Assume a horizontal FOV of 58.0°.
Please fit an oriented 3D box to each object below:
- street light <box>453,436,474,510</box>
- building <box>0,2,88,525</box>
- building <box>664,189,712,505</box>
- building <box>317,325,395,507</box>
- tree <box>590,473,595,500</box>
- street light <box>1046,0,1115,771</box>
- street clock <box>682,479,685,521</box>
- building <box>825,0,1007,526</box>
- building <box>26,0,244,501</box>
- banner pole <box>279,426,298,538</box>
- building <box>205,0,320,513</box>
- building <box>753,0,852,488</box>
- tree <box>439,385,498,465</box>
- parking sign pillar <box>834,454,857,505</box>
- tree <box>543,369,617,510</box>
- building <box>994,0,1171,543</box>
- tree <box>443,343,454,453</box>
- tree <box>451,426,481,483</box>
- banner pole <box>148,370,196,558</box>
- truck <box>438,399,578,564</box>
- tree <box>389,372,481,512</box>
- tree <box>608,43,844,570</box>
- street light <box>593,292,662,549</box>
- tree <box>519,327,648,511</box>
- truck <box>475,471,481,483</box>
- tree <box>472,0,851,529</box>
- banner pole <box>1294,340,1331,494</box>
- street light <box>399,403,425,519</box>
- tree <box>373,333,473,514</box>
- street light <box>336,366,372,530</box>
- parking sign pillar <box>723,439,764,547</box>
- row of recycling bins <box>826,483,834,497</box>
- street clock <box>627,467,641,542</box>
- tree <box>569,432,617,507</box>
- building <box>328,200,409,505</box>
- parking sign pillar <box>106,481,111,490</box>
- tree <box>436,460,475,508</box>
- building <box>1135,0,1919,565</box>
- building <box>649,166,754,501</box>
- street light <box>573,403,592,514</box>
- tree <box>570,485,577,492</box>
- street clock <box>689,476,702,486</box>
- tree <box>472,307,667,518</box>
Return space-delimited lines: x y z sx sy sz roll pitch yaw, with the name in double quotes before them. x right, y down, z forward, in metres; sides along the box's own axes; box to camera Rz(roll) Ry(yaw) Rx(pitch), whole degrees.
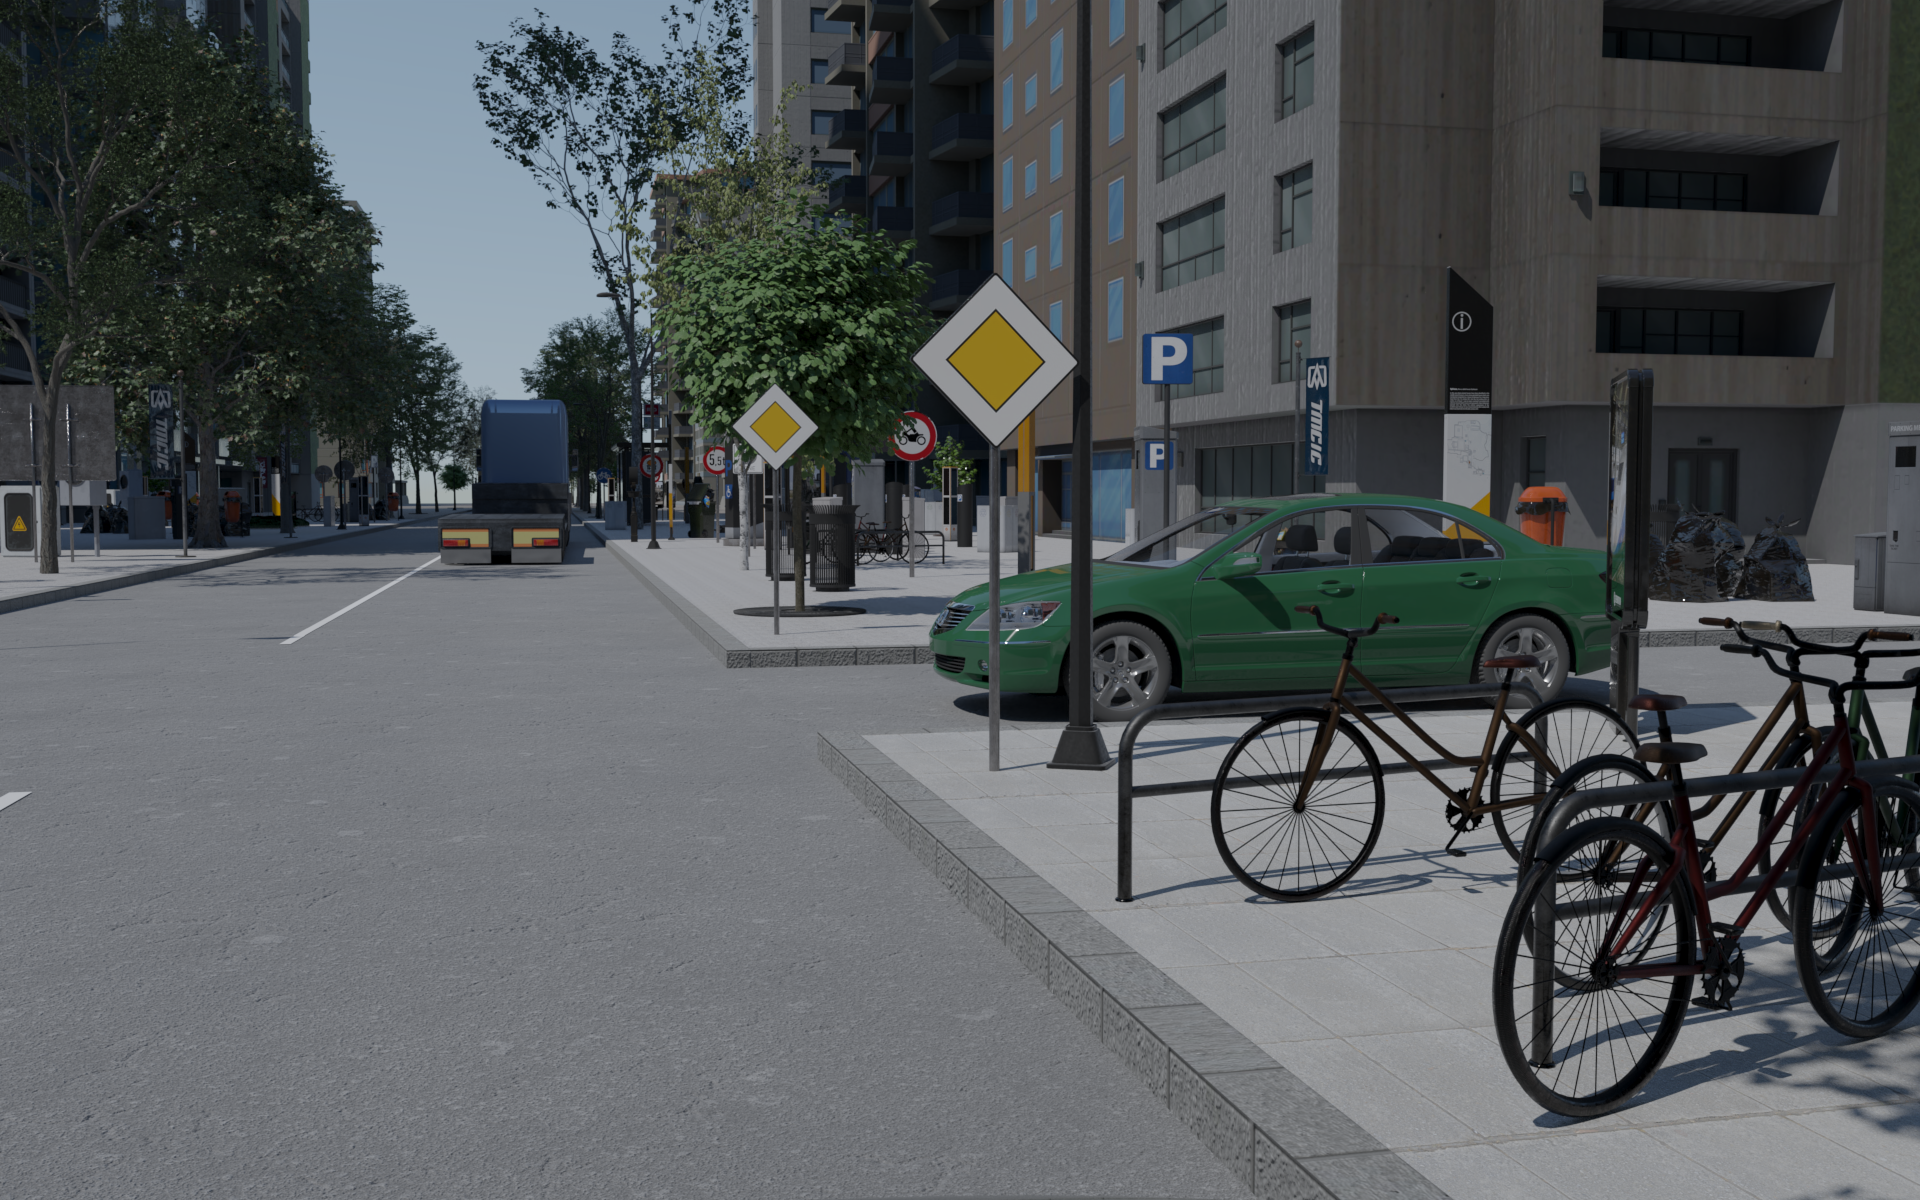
"street light" -39.414 -10.047 136.803 1.470 5.913 1.316 -1 4 -13
"building" -47.724 -38.569 68.849 20.563 71.187 20.611 -1 4 -13
"building" -19.353 -31.705 210.250 32.217 40.220 23.993 -1 4 -13
"building" -77.051 -20.940 187.407 27.650 21.520 28.899 -1 4 -13
"tree" -32.739 -9.779 154.488 1.663 3.219 1.824 0 3 0
"street light" 0.044 -2.162 7.888 1.470 5.913 1.316 -1 4 -13
"street clock" -13.014 -4.748 82.203 0.358 2.002 0.471 -2 4 -29
"building" 5.645 -25.973 79.290 22.147 44.769 28.867 -1 4 -13
"building" -54.336 -29.128 95.844 23.786 49.044 30.456 -1 4 -13
"banner pole" -19.717 -3.709 50.666 0.401 3.779 0.863 -3 5 -45
"building" -57.819 -27.474 132.789 14.154 41.232 14.086 -1 4 -13
"building" -3.601 -35.280 118.819 21.231 58.520 28.212 -1 4 -13
"tree" -53.484 -17.287 193.018 12.009 13.543 11.850 0 3 0
"parking sign pillar" -3.608 -4.112 55.708 1.447 3.967 1.447 1 4 20
"tree" -31.465 -13.692 141.990 7.486 12.596 7.792 0 3 0
"building" 9.439 -24.451 49.881 14.600 45.320 14.200 -1 4 -13
"tree" -31.338 -10.728 93.523 7.486 12.596 7.792 0 3 0
"tree" -49.083 -13.718 174.645 4.360 8.622 3.978 0 3 0
"banner pole" -15.895 -2.745 34.895 0.863 3.779 0.401 -3 5 -40
"truck" -11.169 -3.299 43.695 2.967 4.110 18.799 -1 4 -12
"tree" -37.630 -11.620 124.393 8.767 10.594 7.601 -1 4 -17
"tree" -3.639 -4.789 28.668 4.737 8.622 4.395 0 3 0
"street light" -7.673 -4.133 40.118 1.470 5.913 1.316 -1 4 -13
"tree" -28.090 -13.628 129.479 9.857 13.997 8.962 0 3 0
"truck" -37.770 -9.262 140.339 2.839 4.237 11.283 -1 4 -15
"tree" -10.328 -12.594 61.800 12.611 20.169 13.585 0 3 0
"banner pole" 5.645 -2.327 28.056 0.401 3.779 0.863 -3 5 -40
"street light" -27.909 -7.069 88.125 1.470 5.913 1.316 -1 4 -13
"tree" -34.998 -11.331 111.022 9.928 11.665 9.643 0 3 0
"street light" -21.801 -5.501 62.490 1.470 5.913 1.316 -1 4 -13
"parking sign pillar" -5.169 -3.332 42.953 1.447 3.967 1.447 -3 4 -36
"row of recycling bins" -4.932 -3.674 67.180 1.069 1.692 3.534 1 4 20
"street clock" -8.699 -2.547 46.207 0.358 2.002 0.471 -1 4 -10
"tree" -38.148 -15.668 173.175 9.611 12.733 9.660 0 3 0
"building" -85.325 -31.827 212.244 32.217 40.220 23.993 -1 4 -13
"parking sign pillar" -36.465 -5.217 73.767 1.447 3.967 1.447 -2 4 -26
"tree" -46.060 -10.644 157.745 4.285 4.588 4.351 0 3 0
"building" 12.501 -16.169 36.057 14.107 30.474 14.160 -1 4 -13
"building" -30.396 -35.474 234.620 22.147 44.769 28.867 -1 4 -13
"street light" -19.083 -7.107 88.742 1.470 5.913 1.316 -1 4 -13
"tree" -40.975 -14.525 187.848 4.360 8.622 3.978 0 3 0
"street clock" -10.568 -3.998 69.931 0.358 2.002 0.471 1 4 9
"tree" -19.662 -10.335 94.740 9.928 11.665 9.643 0 3 0
